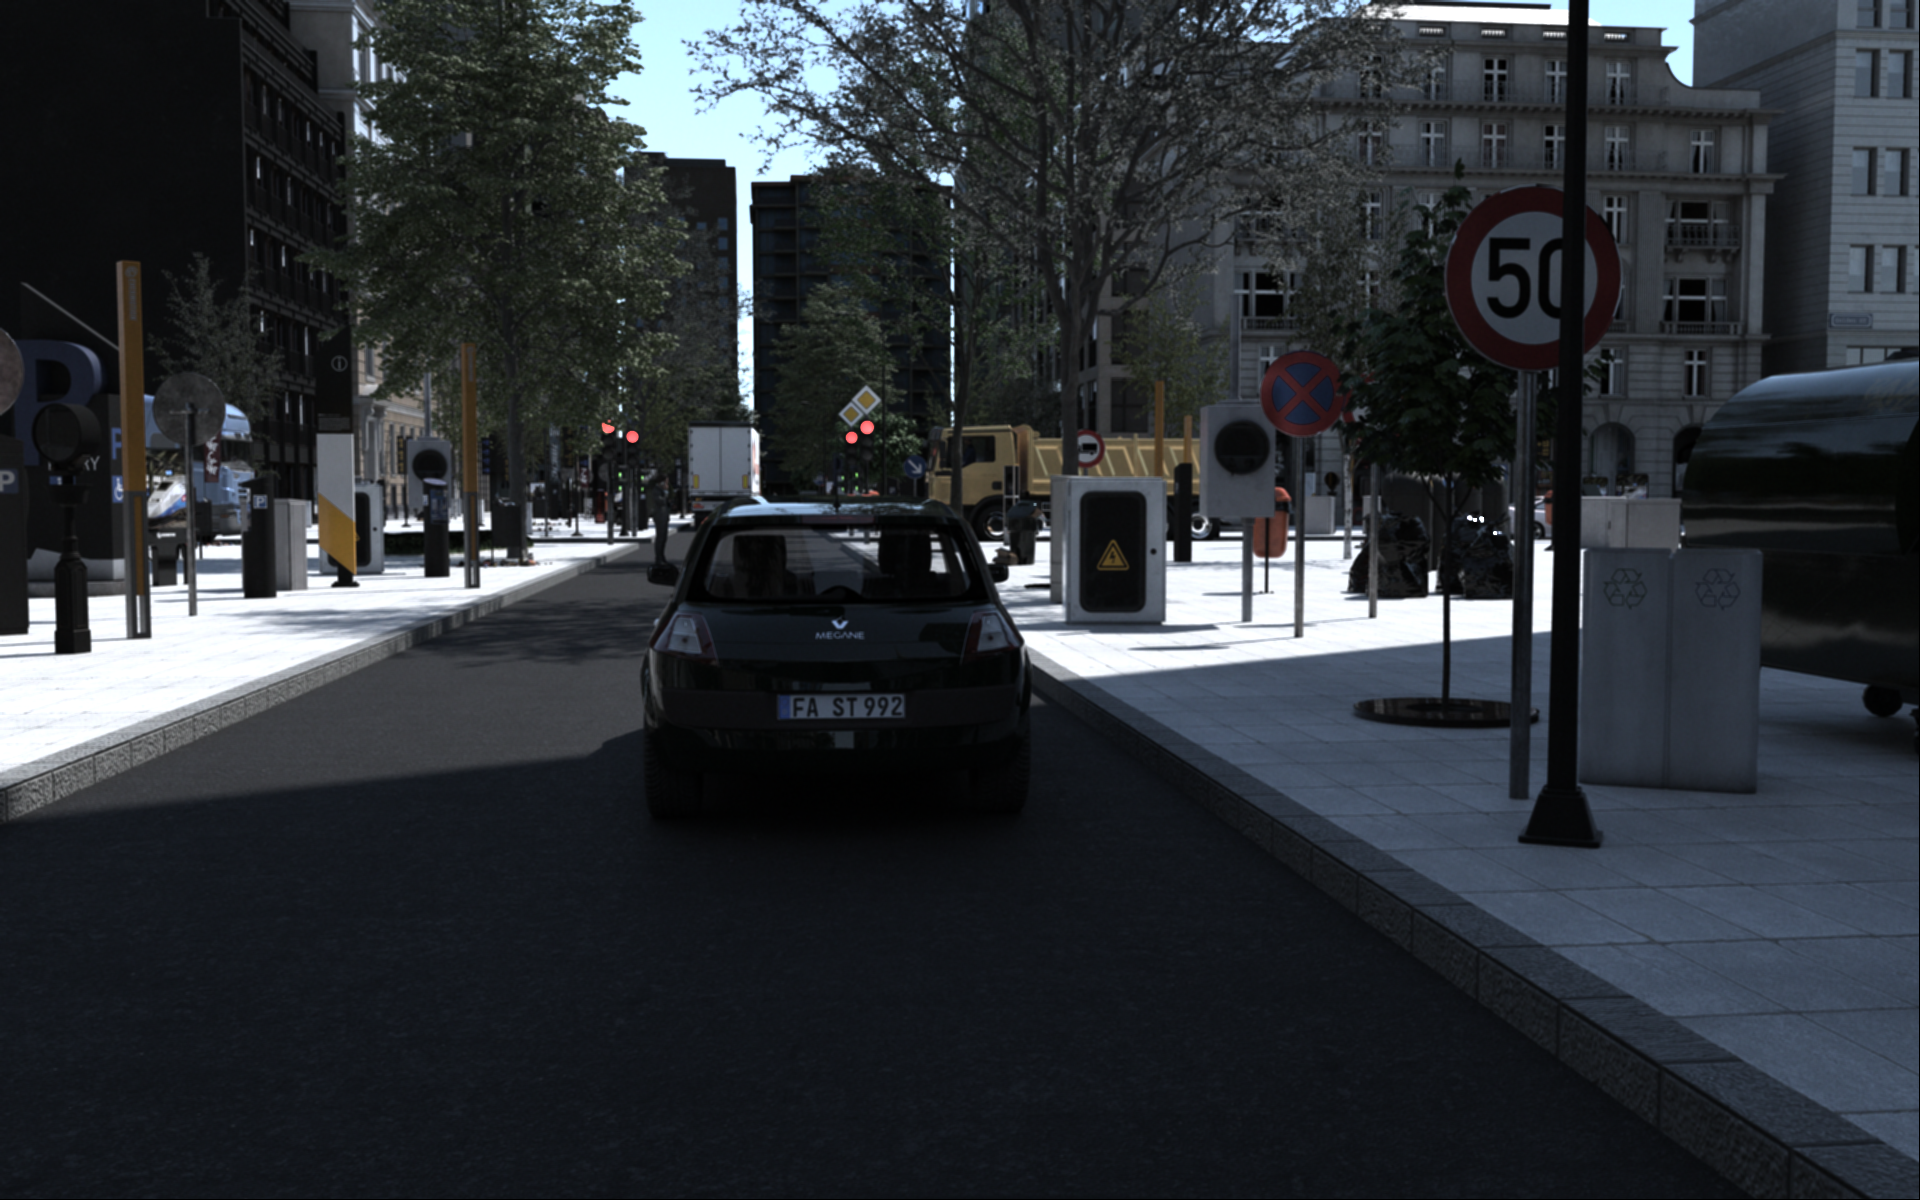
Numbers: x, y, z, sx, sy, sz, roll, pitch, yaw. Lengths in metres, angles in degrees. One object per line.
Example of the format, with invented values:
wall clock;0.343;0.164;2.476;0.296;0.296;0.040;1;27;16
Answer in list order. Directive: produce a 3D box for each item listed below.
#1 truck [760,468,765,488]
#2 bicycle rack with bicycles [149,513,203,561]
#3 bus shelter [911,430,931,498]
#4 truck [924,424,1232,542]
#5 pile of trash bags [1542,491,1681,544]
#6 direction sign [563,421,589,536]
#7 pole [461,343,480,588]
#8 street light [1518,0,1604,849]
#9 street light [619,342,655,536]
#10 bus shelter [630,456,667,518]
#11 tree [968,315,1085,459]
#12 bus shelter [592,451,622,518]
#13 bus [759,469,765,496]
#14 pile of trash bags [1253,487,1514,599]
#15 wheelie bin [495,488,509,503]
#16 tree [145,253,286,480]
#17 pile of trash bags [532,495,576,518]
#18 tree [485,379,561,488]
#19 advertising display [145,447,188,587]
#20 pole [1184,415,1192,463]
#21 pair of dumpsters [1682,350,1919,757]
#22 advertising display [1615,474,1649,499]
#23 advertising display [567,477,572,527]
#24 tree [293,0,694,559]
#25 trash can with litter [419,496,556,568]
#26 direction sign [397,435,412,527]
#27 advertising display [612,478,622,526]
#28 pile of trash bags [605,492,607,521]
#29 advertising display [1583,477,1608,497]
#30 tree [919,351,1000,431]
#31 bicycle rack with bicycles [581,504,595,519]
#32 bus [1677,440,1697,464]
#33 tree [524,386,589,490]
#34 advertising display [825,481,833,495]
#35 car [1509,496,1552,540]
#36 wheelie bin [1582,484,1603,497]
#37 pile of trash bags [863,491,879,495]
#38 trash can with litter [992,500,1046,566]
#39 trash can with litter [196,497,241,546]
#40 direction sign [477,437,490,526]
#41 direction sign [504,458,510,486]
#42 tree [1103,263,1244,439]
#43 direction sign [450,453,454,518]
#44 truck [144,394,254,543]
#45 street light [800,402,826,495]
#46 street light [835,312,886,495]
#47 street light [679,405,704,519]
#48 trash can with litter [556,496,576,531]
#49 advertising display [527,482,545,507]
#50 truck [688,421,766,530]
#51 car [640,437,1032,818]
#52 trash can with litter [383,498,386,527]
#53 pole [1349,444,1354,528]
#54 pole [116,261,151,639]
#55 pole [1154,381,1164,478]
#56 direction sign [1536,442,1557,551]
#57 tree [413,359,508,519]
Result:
truck;-20.923;-11.167;172.343;2.967;4.110;18.799;0;4;-6
bicycle rack with bicycles;-15.782;-1.233;33.537;2.852;0.926;2.925;0;4;3
bus shelter;-1.020;-4.581;66.187;1.731;3.624;6.357;0;4;-6
truck;3.027;-3.279;49.541;9.791;3.379;3.469;0;4;-5
pile of trash bags;17.253;-2.213;45.930;3.447;1.369;1.912;1;4;15
direction sign;-11.630;-3.701;52.501;0.379;3.537;0.876;3;5;43
pole;-6.655;-1.816;23.536;0.158;3.312;0.155;0;3;0
street light;1.696;-2.059;6.205;1.470;5.913;1.316;0;4;-6
street light;-9.664;-4.892;52.521;1.470;5.913;1.316;0;4;-6
bus shelter;-17.259;-6.199;95.272;2.014;3.302;5.546;0;4;-7
tree;2.831;-7.369;70.848;4.360;8.622;3.978;0;3;0
bus shelter;-19.616;-6.517;97.828;1.731;3.624;6.357;0;4;-6
bus;-18.607;-9.821;152.116;2.896;3.916;12.252;0;4;-6
pile of trash bags;5.385;-0.763;22.227;3.447;1.369;1.912;1;4;16
wheelie bin;-25.641;-5.473;97.393;0.980;1.594;0.693;-2;4;-27
tree;-22.394;-6.254;52.623;4.360;8.622;3.978;0;3;0
pile of trash bags;-22.116;-5.007;91.618;3.447;1.369;1.912;-2;4;-26
tree;-25.218;-9.205;100.869;4.360;8.622;3.978;0;3;0
advertising display;-11.108;-1.157;24.138;0.123;1.923;0.974;1;4;16
pole;5.913;-3.130;45.016;0.158;3.312;0.155;0;3;0
pair of dumpsters;5.150;-0.327;7.838;1.574;2.255;4.437;0;4;-7
advertising display;21.383;-3.054;55.147;0.974;1.923;0.123;2;4;25
advertising display;-15.090;-3.774;66.924;0.123;1.923;0.974;-1;4;-9
tree;-9.178;-7.112;34.402;7.486;12.596;7.792;0;3;0
trash can with litter;-8.485;-1.215;30.921;2.233;1.210;1.678;0;4;-8
direction sign;-21.567;-4.609;67.353;0.379;3.537;0.876;1;4;21
advertising display;-13.799;-3.970;70.124;0.123;1.923;0.974;1;4;22
pile of trash bags;-16.458;-4.438;82.316;1.912;1.369;3.447;0;4;6
advertising display;24.134;-3.708;65.840;0.974;1.923;0.123;-1;4;-9
tree;0.180;-8.355;86.967;4.737;8.622;4.395;0;3;0
bicycle rack with bicycles;-17.632;-4.616;88.847;2.925;0.926;2.852;1;4;11
bus;28.148;-3.718;52.331;12.252;3.916;2.896;0;4;-8
tree;-24.889;-9.748;109.745;4.737;8.622;4.395;0;3;0
advertising display;-6.065;-4.829;84.167;0.974;1.923;0.123;1;4;13
car;17.910;-2.390;51.435;4.827;1.381;2.083;0;4;-6
wheelie bin;19.960;-2.885;55.077;0.980;1.594;0.693;-1;4;-22
pile of trash bags;-1.653;-2.749;54.702;3.447;1.369;1.912;-3;5;-39
trash can with litter;1.053;-1.217;31.277;0.624;1.170;1.055;2;4;32
trash can with litter;-18.498;-1.957;43.058;2.233;1.210;1.678;0;4;-6
direction sign;-19.147;-4.714;69.065;0.876;3.537;0.379;-3;5;-41
direction sign;-28.249;-7.135;108.652;0.379;3.537;0.876;2;4;34
tree;6.683;-6.380;54.681;4.737;8.622;4.395;0;3;0
direction sign;-26.995;-6.085;91.485;0.876;3.537;0.379;3;5;41
truck;-27.609;-3.379;45.007;18.799;4.110;2.967;0;4;-6
street light;-7.370;-7.029;87.473;1.470;5.913;1.316;0;4;-6
street light;-2.493;-4.395;44.399;1.470;5.913;1.316;0;4;-6
street light;-14.027;-7.227;90.694;1.470;5.913;1.316;0;4;-6
trash can with litter;-14.760;-2.995;60.031;2.233;1.210;1.678;-3;5;-42
advertising display;-22.994;-5.460;94.486;0.974;1.923;0.123;0;4;4
truck;-9.693;-5.109;72.447;2.839;4.237;11.283;0;4;-5
car;-0.677;0.041;9.121;2.009;1.686;4.222;0;4;-5
trash can with litter;-22.322;-3.321;65.692;1.055;1.170;0.624;0;4;2
pole;14.715;-4.365;65.203;0.158;3.312;0.155;0;3;0
pole;-7.300;-1.312;15.301;0.158;3.312;0.155;0;3;0
pole;3.595;-2.291;31.302;0.158;3.312;0.155;0;3;0
direction sign;13.433;-2.883;39.141;0.876;3.537;0.379;3;5;40
tree;-25.228;-8.370;87.207;4.737;8.622;4.395;0;3;0
